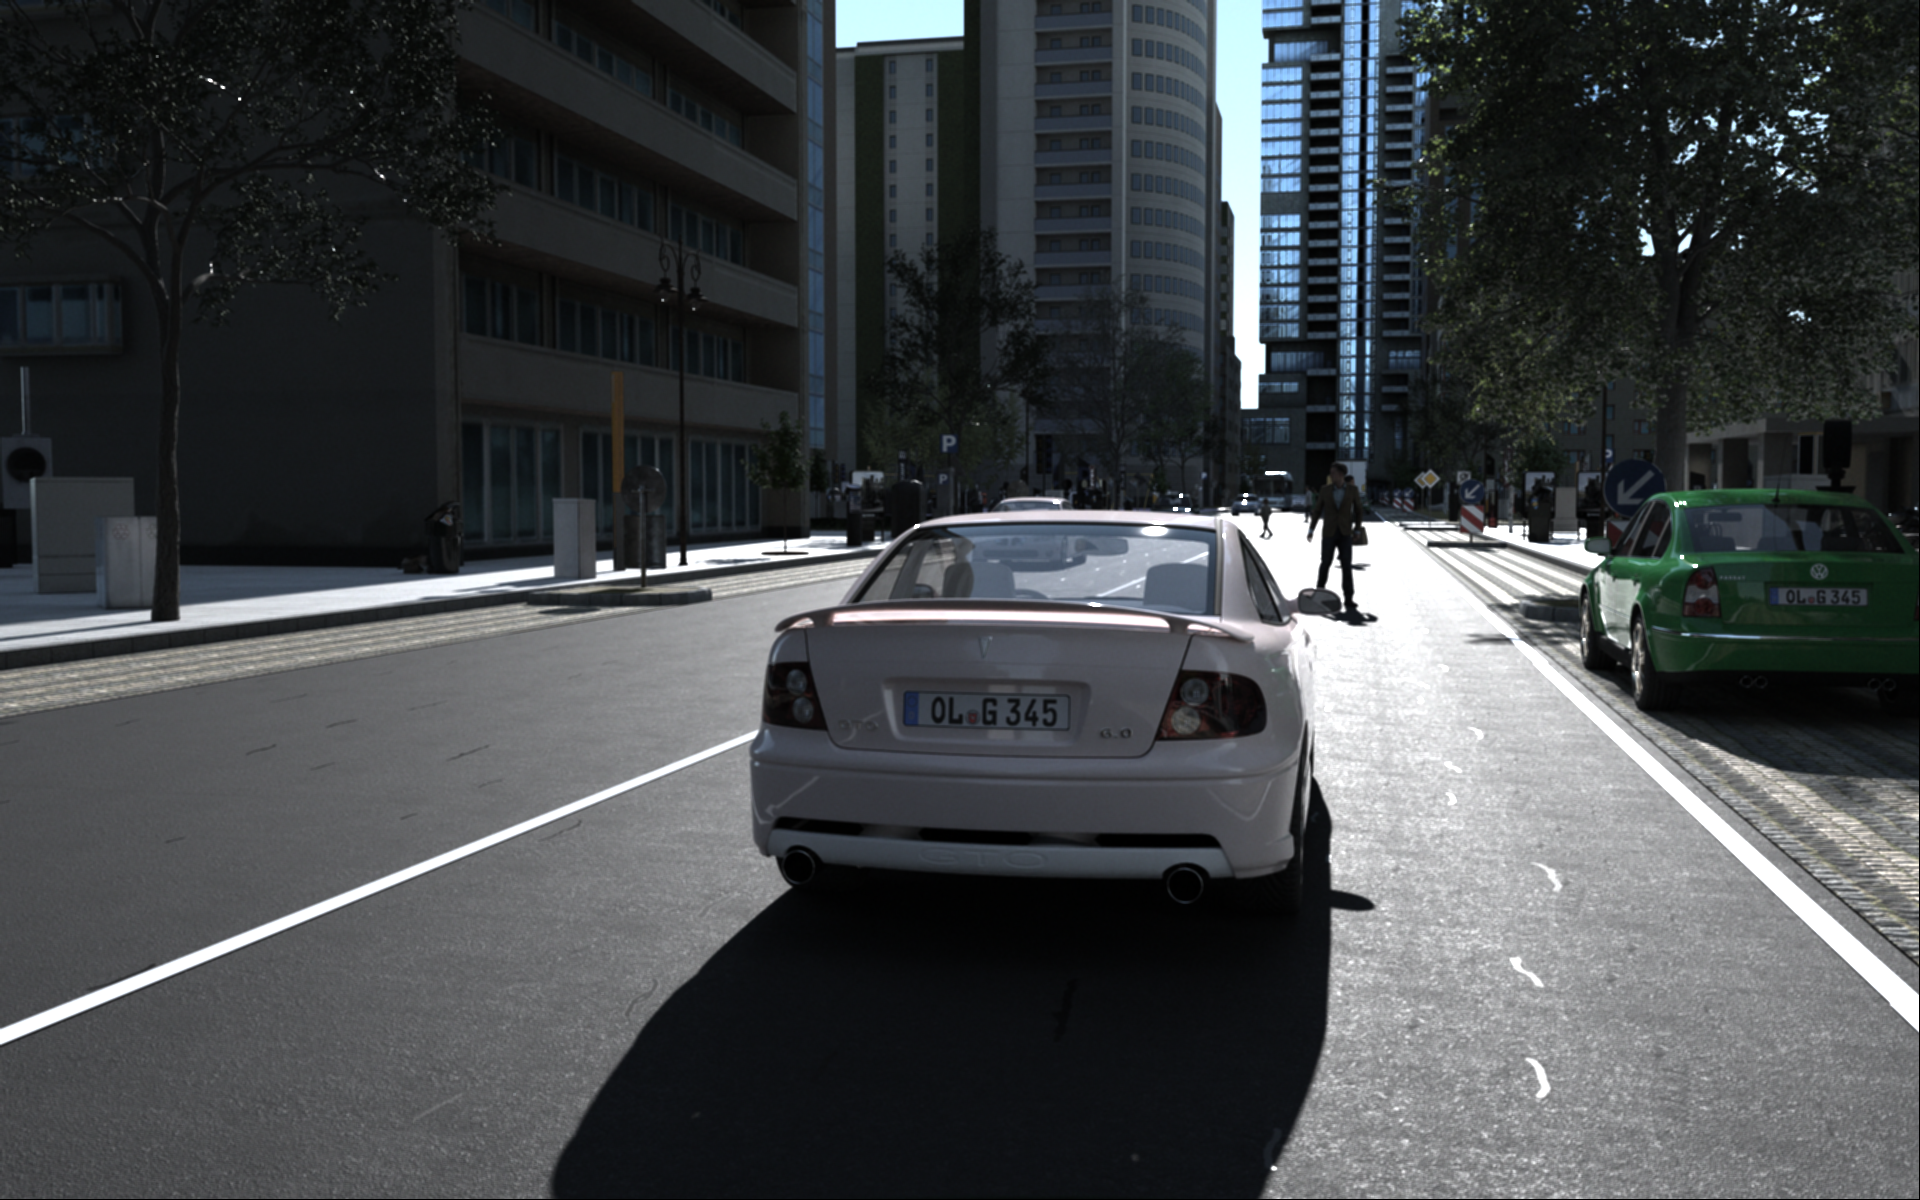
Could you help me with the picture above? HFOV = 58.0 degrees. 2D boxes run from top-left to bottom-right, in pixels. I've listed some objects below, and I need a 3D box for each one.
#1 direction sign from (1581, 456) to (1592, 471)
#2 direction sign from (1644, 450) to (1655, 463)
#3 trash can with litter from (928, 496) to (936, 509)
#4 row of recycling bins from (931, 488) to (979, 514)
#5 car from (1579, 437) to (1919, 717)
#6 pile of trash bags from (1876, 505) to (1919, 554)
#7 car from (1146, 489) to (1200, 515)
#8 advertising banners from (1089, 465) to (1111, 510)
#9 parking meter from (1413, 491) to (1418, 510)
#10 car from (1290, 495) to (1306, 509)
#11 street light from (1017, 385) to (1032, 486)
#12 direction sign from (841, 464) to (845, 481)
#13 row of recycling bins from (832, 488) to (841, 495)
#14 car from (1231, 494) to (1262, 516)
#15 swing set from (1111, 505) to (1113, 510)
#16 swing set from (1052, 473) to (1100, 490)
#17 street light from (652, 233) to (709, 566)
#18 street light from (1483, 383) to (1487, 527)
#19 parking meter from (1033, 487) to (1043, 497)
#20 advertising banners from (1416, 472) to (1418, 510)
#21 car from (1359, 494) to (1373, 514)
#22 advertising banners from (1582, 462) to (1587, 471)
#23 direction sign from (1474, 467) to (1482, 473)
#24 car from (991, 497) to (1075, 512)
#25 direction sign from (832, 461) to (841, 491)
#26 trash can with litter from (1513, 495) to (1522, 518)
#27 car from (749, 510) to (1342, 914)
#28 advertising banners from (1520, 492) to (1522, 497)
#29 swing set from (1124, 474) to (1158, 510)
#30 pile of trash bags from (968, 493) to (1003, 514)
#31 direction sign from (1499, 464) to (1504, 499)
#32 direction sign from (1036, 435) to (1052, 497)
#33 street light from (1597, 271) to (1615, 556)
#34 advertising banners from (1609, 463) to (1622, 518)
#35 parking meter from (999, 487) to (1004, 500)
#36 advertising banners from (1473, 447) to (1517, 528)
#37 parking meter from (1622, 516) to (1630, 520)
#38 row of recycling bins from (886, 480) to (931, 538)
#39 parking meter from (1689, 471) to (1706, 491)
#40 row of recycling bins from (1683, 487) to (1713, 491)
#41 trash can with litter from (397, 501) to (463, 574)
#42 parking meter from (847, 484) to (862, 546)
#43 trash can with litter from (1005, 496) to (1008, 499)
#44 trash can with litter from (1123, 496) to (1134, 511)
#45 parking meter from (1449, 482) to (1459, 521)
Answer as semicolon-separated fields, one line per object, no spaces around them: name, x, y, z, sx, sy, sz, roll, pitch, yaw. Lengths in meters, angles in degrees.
direction sign;37.203;-6.783;102.898;0.379;3.537;0.876;-2;4;-24
direction sign;35.627;-5.946;89.215;0.876;3.537;0.379;3;5;41
trash can with litter;-1.168;-4.967;92.600;0.624;1.170;1.055;2;4;35
row of recycling bins;-0.540;-6.311;110.290;3.534;1.692;1.069;0;4;8
car;5.644;-0.231;12.572;1.959;1.807;4.718;1;4;13
pile of trash bags;17.923;-1.277;30.625;3.447;1.369;1.912;1;4;20
car;8.234;-3.474;66.580;2.009;1.686;4.222;1;4;13
advertising banners;8.564;-6.717;106.011;2.074;3.025;0.090;-3;5;-45
parking meter;36.783;-8.036;139.795;0.372;1.533;0.369;0;3;0
car;32.336;-9.341;165.093;2.083;1.381;4.827;1;4;13
street light;2.465;-5.547;63.477;0.468;5.910;1.993;1;4;13
direction sign;-9.031;-8.429;129.804;0.876;3.537;0.379;-1;4;-14
row of recycling bins;-10.067;-9.092;155.768;1.069;1.692;3.534;3;5;40
car;19.084;-6.311;115.193;2.014;1.417;4.499;1;4;14
swing set;10.285;-8.420;135.288;2.862;2.851;3.119;1;4;16
swing set;8.438;-7.915;127.025;3.119;2.851;2.862;1;4;21
street light;-4.972;-3.557;30.952;0.468;5.910;1.993;1;4;13
street light;20.577;-5.811;67.804;0.468;5.910;1.993;1;4;13
parking meter;2.987;-3.545;66.376;0.372;1.533;0.369;0;3;0
advertising banners;35.828;-8.545;135.901;0.090;3.025;2.074;1;4;19
car;28.256;-6.812;123.172;2.131;1.459;4.920;1;4;14
advertising banners;33.531;-6.015;94.537;0.090;3.025;2.074;-2;4;-26
direction sign;42.389;-9.191;142.274;0.876;3.537;0.379;0;4;4
car;1.454;-1.398;35.216;2.083;1.381;4.827;1;4;12
direction sign;-7.433;-6.716;101.805;0.379;3.537;0.876;0;4;5
trash can with litter;30.166;-4.955;92.073;2.233;1.210;1.678;1;4;18
car;0.572;0.301;7.433;2.083;1.381;4.827;1;4;12
advertising banners;37.260;-7.345;116.276;2.074;3.025;0.090;-2;4;-27
swing set;13.683;-8.444;135.682;3.119;2.851;2.862;2;4;33
pile of trash bags;0.818;-5.369;97.538;3.447;1.369;1.912;1;4;20
direction sign;41.344;-8.544;131.696;0.876;3.537;0.379;-1;4;-20
direction sign;3.259;-4.593;67.097;0.379;3.537;0.876;-3;4;-38
street light;13.268;-3.844;35.644;0.468;5.910;1.993;1;4;13
advertising banners;35.349;-5.929;93.128;2.074;3.025;0.090;-3;5;-40
parking meter;3.371;-8.157;139.085;0.255;1.863;0.399;-3;5;-39
advertising banners;20.177;-4.244;65.576;0.090;3.025;2.074;-2;4;-27
parking meter;30.309;-4.302;78.746;0.372;1.533;0.369;0;3;0
row of recycling bins;-1.522;-2.735;51.838;1.069;1.692;3.534;0;4;1
parking meter;18.883;-2.364;44.364;0.399;1.863;0.255;1;4;20
row of recycling bins;39.745;-5.279;93.422;1.069;1.692;3.534;3;5;45
trash can with litter;-8.547;-1.009;27.879;1.055;1.170;0.624;1;4;11
parking meter;-2.611;-2.101;42.757;0.372;1.533;0.369;0;3;0
trash can with litter;4.334;-8.666;153.075;1.055;1.170;0.624;-3;5;-41
trash can with litter;9.655;-5.239;97.046;1.055;1.170;0.624;3;5;41
parking meter;23.177;-4.621;81.270;0.399;1.863;0.255;-2;4;-29
